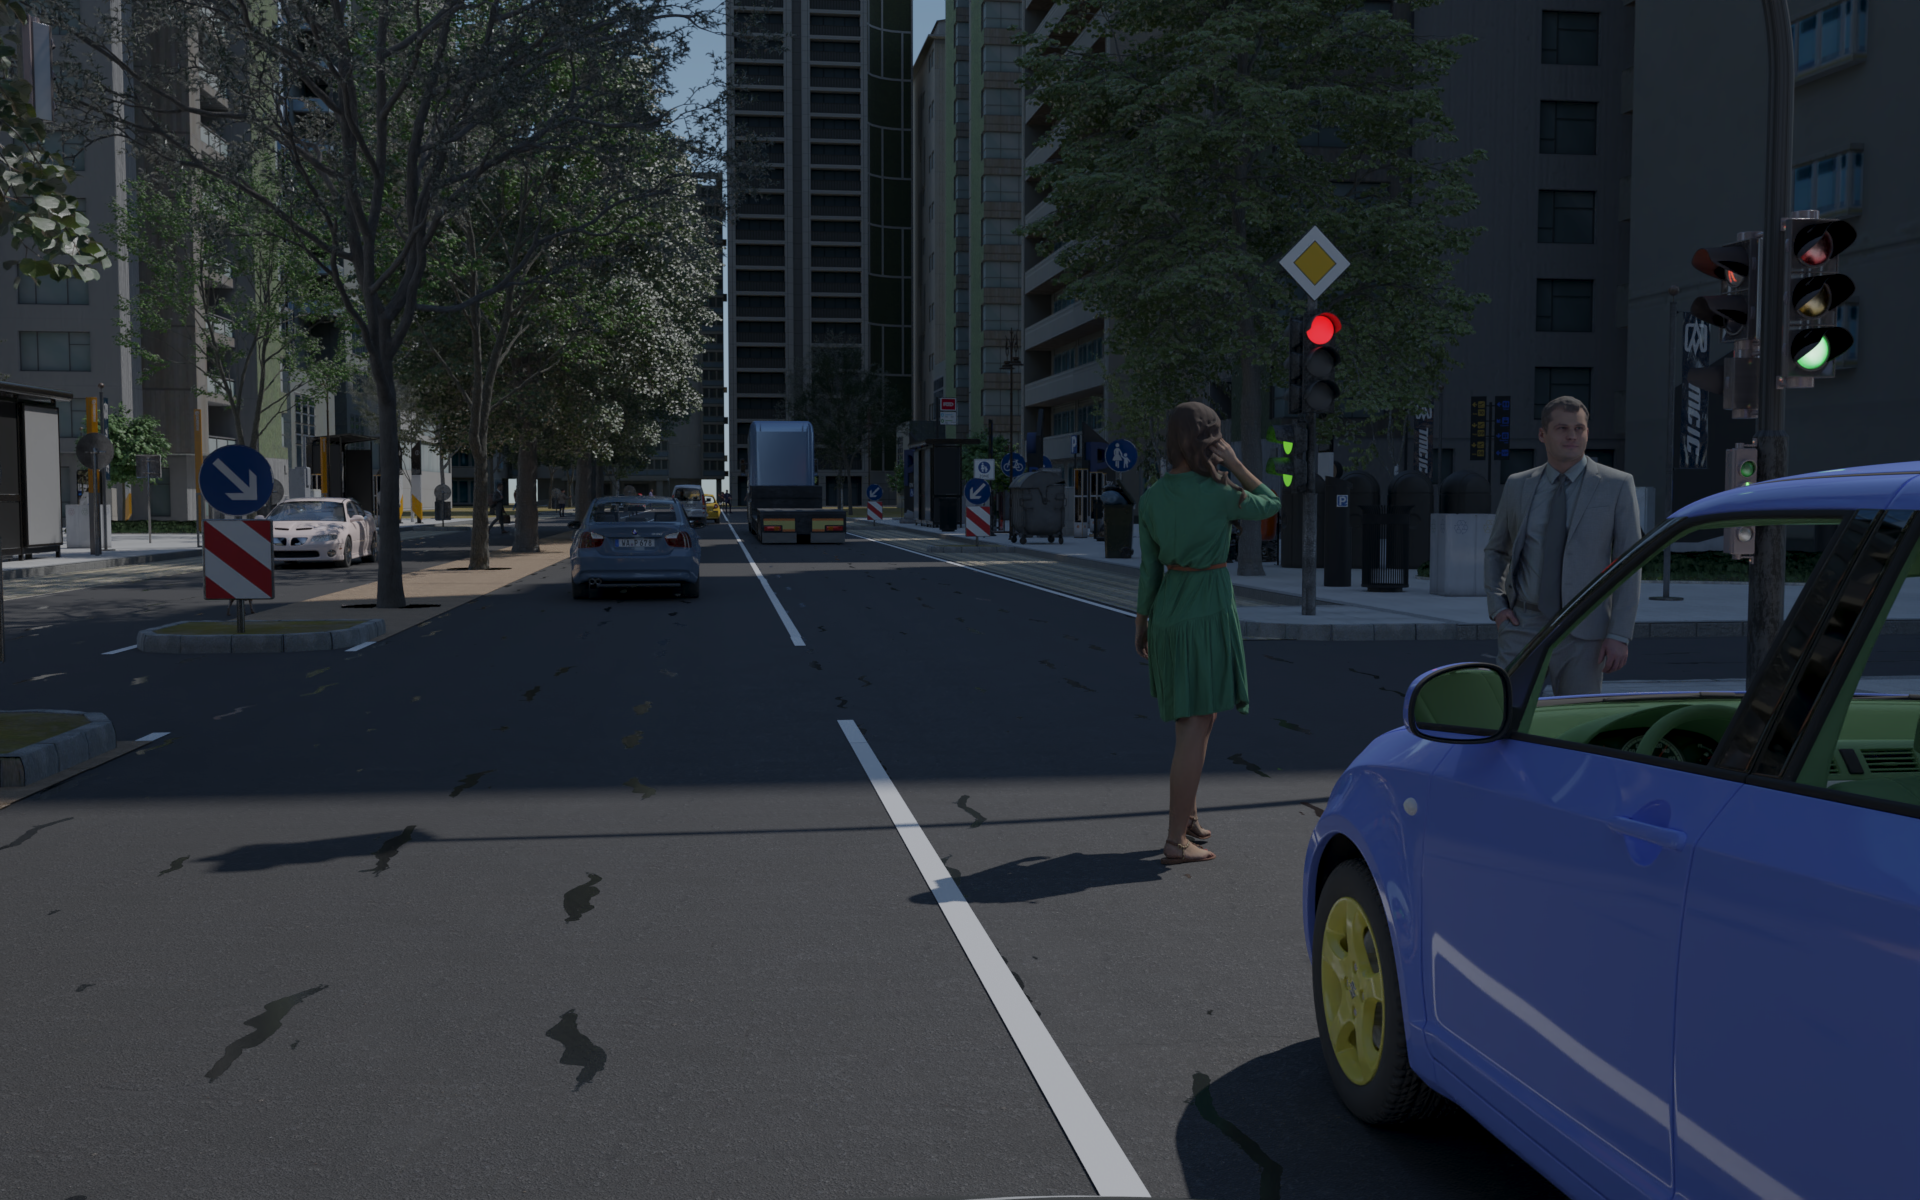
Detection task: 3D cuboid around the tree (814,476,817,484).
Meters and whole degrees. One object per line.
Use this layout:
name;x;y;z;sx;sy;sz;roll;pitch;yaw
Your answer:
tree;-15.013;-10.965;162.992;4.285;4.588;4.351;0;3;0

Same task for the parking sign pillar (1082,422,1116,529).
parking sign pillar;5.203;-4.674;64.887;1.447;3.967;1.447;-2;4;-33

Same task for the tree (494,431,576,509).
tree;-35.437;-13.212;150.434;7.601;10.594;8.767;2;4;24

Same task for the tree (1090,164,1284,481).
tree;4.537;-5.297;36.975;4.360;8.622;3.978;0;3;0

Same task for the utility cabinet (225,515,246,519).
utility cabinet;-26.404;-3.191;63.330;1.020;1.237;0.306;1;4;21

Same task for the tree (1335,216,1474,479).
tree;11.298;-5.785;44.954;4.737;8.622;4.395;0;3;0

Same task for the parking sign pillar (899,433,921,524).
parking sign pillar;-1.924;-5.315;75.380;1.447;3.967;1.447;-2;4;-33

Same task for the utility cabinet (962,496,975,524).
utility cabinet;0.489;-3.846;74.051;0.306;1.237;1.020;3;5;44

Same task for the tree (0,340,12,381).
tree;-35.505;-6.793;61.435;4.360;8.622;3.978;0;3;0

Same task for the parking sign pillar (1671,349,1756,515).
parking sign pillar;12.832;-2.514;29.578;1.447;3.967;1.447;1;4;11

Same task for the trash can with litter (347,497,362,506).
trash can with litter;-22.598;-3.286;65.115;1.055;1.170;0.624;-3;5;-43

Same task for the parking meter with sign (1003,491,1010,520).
parking meter with sign;2.223;-5.395;84.469;1.738;3.016;0.543;0;4;0

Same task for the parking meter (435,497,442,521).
parking meter;-24.944;-4.563;83.015;0.372;1.533;0.369;0;3;0

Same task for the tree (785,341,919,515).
tree;-6.587;-10.434;105.012;8.767;10.594;7.601;0;4;2

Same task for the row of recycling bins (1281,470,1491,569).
row of recycling bins;7.355;-1.398;29.965;3.534;1.692;1.069;1;4;8

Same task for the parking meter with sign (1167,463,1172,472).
parking meter with sign;5.355;-2.851;42.879;0.543;3.016;1.738;0;4;-5

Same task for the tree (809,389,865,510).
tree;-8.095;-10.085;115.255;4.360;8.622;3.978;0;3;0

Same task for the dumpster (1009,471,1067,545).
dumpster;2.013;-2.378;44.638;1.264;1.857;1.865;0;4;-8

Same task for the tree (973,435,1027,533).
tree;1.434;-3.832;57.257;1.663;3.219;1.824;0;3;0

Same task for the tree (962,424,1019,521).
tree;1.230;-5.983;81.542;4.285;4.588;4.351;0;3;0

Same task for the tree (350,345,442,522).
tree;-25.232;-7.864;78.931;4.360;8.622;3.978;0;3;0

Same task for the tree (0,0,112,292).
tree;-5.169;-5.833;4.488;9.857;13.997;8.962;0;3;0

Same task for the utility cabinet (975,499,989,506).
utility cabinet;0.987;-3.827;71.258;0.318;1.500;1.173;2;4;25

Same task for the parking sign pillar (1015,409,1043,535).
parking sign pillar;2.363;-4.025;54.281;1.447;3.967;1.447;0;4;6

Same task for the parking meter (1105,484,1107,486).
parking meter;3.830;-2.150;43.559;0.372;1.533;0.369;0;3;0

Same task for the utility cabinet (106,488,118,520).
utility cabinet;-31.304;-3.327;63.069;1.173;1.500;0.318;1;4;11

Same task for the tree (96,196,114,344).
tree;-21.709;-7.755;52.543;9.928;11.665;9.643;0;3;0

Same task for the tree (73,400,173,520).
tree;-29.372;-4.710;60.722;4.285;4.588;4.351;0;3;0

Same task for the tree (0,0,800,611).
tree;-7.078;-6.626;21.159;12.009;13.543;11.850;0;3;0

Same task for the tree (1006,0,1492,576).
tree;4.185;-6.666;27.109;7.486;12.596;7.792;0;3;0

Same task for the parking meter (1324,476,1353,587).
parking meter;5.245;-0.955;24.023;0.372;1.533;0.369;0;3;0

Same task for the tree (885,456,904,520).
tree;-3.055;-5.669;87.290;1.663;3.219;1.824;0;3;0

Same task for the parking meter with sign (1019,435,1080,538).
parking meter with sign;2.611;-3.347;50.988;1.738;3.016;0.543;-1;4;-16

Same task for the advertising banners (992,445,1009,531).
advertising banners;1.427;-3.955;60.858;0.090;3.025;2.074;1;4;19

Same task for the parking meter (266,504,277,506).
parking meter;-19.673;-2.518;49.579;0.372;1.533;0.369;0;3;0

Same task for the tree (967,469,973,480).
tree;1.160;-4.972;75.900;1.663;3.219;1.824;0;3;0

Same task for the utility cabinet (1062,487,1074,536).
utility cabinet;2.981;-2.683;52.547;0.318;1.500;1.173;-3;4;-38

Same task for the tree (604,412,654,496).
tree;-15.524;-7.672;78.251;4.360;8.622;3.978;0;3;0

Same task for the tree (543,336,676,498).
tree;-15.034;-9.238;71.624;7.486;12.596;7.792;0;3;0

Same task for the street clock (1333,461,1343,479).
street clock;7.988;-2.004;37.336;0.358;2.002;0.471;-3;5;-42

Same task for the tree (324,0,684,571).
tree;-8.907;-6.355;32.115;9.928;11.665;9.643;0;3;0

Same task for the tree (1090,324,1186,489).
tree;7.525;-7.359;70.686;4.737;8.622;4.395;0;3;0

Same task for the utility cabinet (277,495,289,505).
utility cabinet;-30.043;-4.011;76.739;0.306;1.237;1.020;1;4;17
